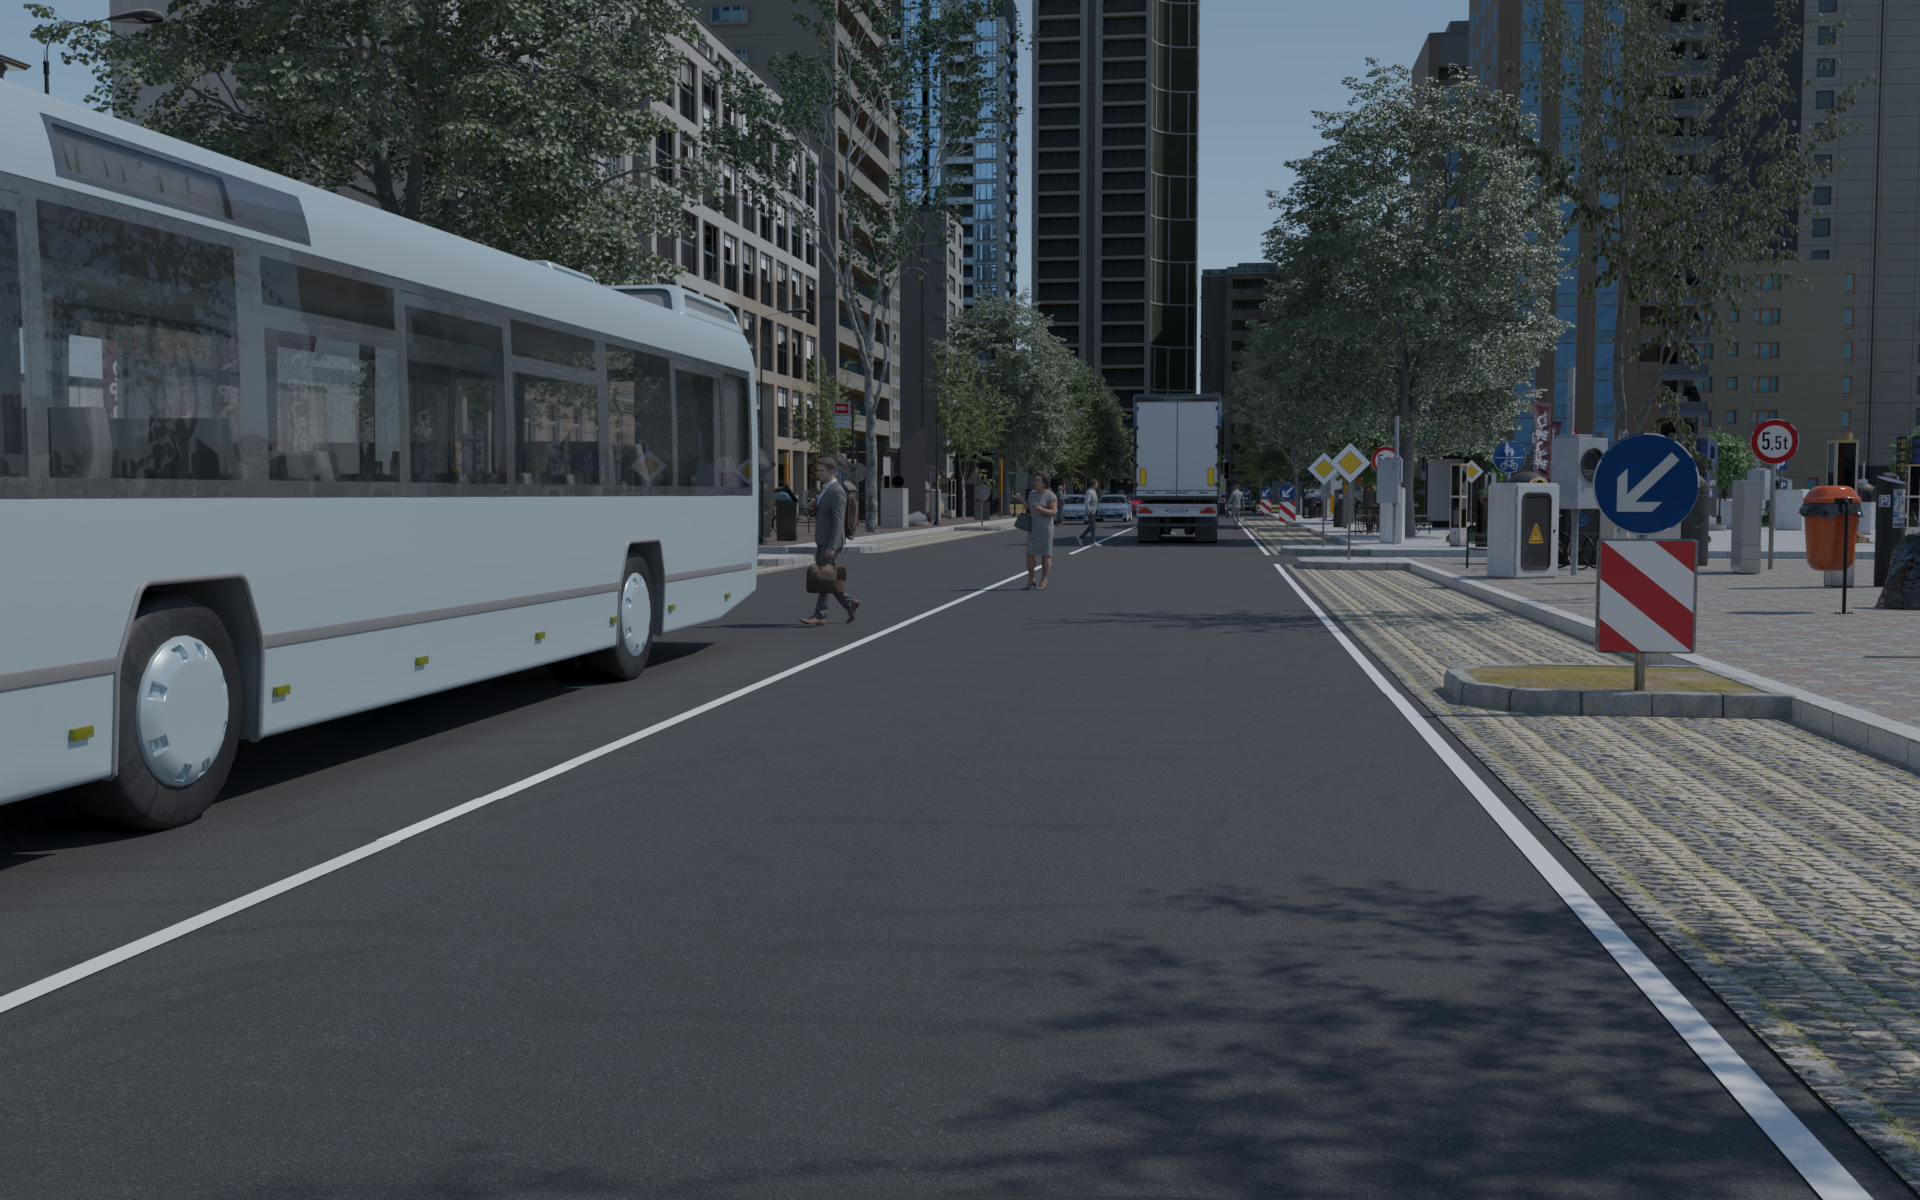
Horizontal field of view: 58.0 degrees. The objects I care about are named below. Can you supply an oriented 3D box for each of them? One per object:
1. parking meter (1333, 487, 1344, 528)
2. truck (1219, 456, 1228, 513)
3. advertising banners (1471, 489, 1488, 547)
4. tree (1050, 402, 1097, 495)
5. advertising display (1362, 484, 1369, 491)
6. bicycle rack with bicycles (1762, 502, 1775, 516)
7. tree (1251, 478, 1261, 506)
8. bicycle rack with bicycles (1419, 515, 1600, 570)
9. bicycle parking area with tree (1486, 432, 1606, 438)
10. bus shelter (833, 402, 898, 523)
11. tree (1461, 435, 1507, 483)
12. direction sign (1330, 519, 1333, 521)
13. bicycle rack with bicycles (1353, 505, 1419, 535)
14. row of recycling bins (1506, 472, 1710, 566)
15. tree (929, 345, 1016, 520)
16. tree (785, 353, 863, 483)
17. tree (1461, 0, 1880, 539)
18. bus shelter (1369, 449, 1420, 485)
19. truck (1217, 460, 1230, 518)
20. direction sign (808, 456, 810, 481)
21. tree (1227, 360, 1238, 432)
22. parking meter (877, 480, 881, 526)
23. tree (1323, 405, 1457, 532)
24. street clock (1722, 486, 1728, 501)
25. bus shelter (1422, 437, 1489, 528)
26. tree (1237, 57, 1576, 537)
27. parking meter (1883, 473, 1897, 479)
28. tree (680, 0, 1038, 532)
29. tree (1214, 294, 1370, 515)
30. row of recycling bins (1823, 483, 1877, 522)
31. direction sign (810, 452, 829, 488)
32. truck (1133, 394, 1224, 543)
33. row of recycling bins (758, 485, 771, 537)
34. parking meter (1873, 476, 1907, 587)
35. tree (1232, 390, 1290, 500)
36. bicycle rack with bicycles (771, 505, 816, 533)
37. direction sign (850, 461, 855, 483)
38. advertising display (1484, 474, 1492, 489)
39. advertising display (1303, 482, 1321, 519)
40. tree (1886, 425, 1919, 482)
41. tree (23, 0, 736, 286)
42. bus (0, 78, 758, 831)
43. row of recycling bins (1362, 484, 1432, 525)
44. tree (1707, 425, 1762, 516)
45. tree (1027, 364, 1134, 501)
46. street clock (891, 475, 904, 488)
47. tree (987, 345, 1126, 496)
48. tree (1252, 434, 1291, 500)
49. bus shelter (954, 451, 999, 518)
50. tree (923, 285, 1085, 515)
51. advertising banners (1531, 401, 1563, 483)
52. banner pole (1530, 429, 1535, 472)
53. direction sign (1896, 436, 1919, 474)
[{"bbox_3d":[14.516,-3.548,66.418,0.372,1.533,0.369,0,3,0],"label":"parking meter"},{"bbox_3d":[19.114,-8.805,132.867,2.839,4.237,11.283,0,4,7],"label":"truck"},{"bbox_3d":[13.425,-2.787,41.758,2.074,3.025,0.090,0,4,6],"label":"advertising banners"},{"bbox_3d":[8.344,-11.308,135.255,4.737,8.622,4.395,0,3,0],"label":"tree"},{"bbox_3d":[22.180,-5.404,93.562,0.974,1.923,0.123,1,4,17],"label":"advertising display"},{"bbox_3d":[35.535,-3.832,76.041,2.852,0.926,2.925,0,4,6],"label":"bicycle rack with bicycles"},{"bbox_3d":[32.804,-11.878,188.806,1.663,3.219,1.824,0,3,0],"label":"tree"},{"bbox_3d":[9.935,-0.985,29.482,2.852,0.926,2.925,-1,4,-19],"label":"bicycle rack with bicycles"},{"bbox_3d":[27.044,-5.715,80.437,8.231,4.147,9.016,1,4,19],"label":"bicycle parking area with tree"},{"bbox_3d":[-4.055,-6.137,77.967,2.179,5.291,8.768,1,4,8],"label":"bus shelter"},{"bbox_3d":[26.159,-6.324,87.114,4.285,4.588,4.351,0,3,0],"label":"tree"},{"bbox_3d":[17.742,-5.506,82.024,0.876,3.537,0.379,0,4,-5],"label":"direction sign"},{"bbox_3d":[13.640,-2.566,55.333,2.852,0.926,2.925,3,4,37],"label":"bicycle rack with bicycles"},{"bbox_3d":[11.722,-1.495,31.561,3.534,1.692,1.069,1,4,14],"label":"row of recycling bins"},{"bbox_3d":[0.317,-8.232,84.959,4.737,8.622,4.395,0,3,0],"label":"tree"},{"bbox_3d":[-6.854,-8.533,89.880,4.737,8.622,4.395,0,3,0],"label":"tree"},{"bbox_3d":[8.048,-4.269,20.154,4.360,8.622,3.978,0,3,0],"label":"tree"},{"bbox_3d":[21.220,-6.592,85.409,2.179,5.291,8.768,1,4,8],"label":"bus shelter"},{"bbox_3d":[10.122,-4.931,76.540,3.469,3.379,9.791,1,4,9],"label":"truck"},{"bbox_3d":[-8.619,-6.802,103.208,0.876,3.537,0.379,1,4,21],"label":"direction sign"},{"bbox_3d":[23.380,-13.028,119.670,9.857,13.997,8.962,0,3,0],"label":"tree"},{"bbox_3d":[-3.296,-3.939,70.110,0.255,1.863,0.399,-1,4,-23],"label":"parking meter"},{"bbox_3d":[14.006,-4.608,59.052,4.285,4.588,4.351,0,3,0],"label":"tree"},{"bbox_3d":[37.721,-4.945,85.414,0.358,2.002,0.471,2,4,29],"label":"street clock"},{"bbox_3d":[18.245,-4.270,63.732,2.014,3.302,5.546,1,4,8],"label":"bus shelter"},{"bbox_3d":[13.466,-8.866,51.609,9.857,13.997,8.962,0,3,0],"label":"tree"},{"bbox_3d":[25.143,-2.517,46.869,0.255,1.863,0.399,1,4,12],"label":"parking meter"},{"bbox_3d":[-4.363,-12.332,57.515,12.611,20.169,13.585,0,3,0],"label":"tree"},{"bbox_3d":[20.604,-11.965,106.003,12.009,13.543,11.850,0,3,0],"label":"tree"},{"bbox_3d":[33.009,-3.468,63.817,1.069,1.692,3.534,-1,4,-14],"label":"row of recycling bins"},{"bbox_3d":[-7.476,-6.196,93.309,0.876,3.537,0.379,-1,4,-23],"label":"direction sign"},{"bbox_3d":[6.865,-3.988,54.117,2.839,4.237,11.283,0,4,8],"label":"truck"},{"bbox_3d":[-7.275,-2.671,50.791,3.534,1.692,1.069,-1,4,-23],"label":"row of recycling bins"},{"bbox_3d":[12.881,-0.952,23.977,0.372,1.533,0.369,0,3,0],"label":"parking meter"},{"bbox_3d":[32.008,-16.073,180.918,7.486,12.596,7.792,0,3,0],"label":"tree"},{"bbox_3d":[-6.192,-2.684,57.262,2.852,0.926,2.925,-1,4,-22],"label":"bicycle rack with bicycles"},{"bbox_3d":[-7.484,-7.667,117.357,0.876,3.537,0.379,2,4,35],"label":"direction sign"},{"bbox_3d":[17.318,-3.159,56.857,0.123,1.923,0.974,1,4,11],"label":"advertising display"},{"bbox_3d":[18.475,-5.240,90.884,0.974,1.923,0.123,0,4,-4],"label":"advertising display"},{"bbox_3d":[40.214,-5.361,71.366,4.285,4.588,4.351,0,3,0],"label":"tree"},{"bbox_3d":[-8.334,-7.315,26.261,9.857,13.997,8.962,0,3,0],"label":"tree"},{"bbox_3d":[-4.130,-0.944,10.300,2.948,3.499,13.247,0,4,8],"label":"bus"},{"bbox_3d":[18.366,-3.986,72.289,1.069,1.692,3.534,-3,5,-42],"label":"row of recycling bins"},{"bbox_3d":[35.556,-5.939,80.822,4.285,4.588,4.351,0,3,0],"label":"tree"},{"bbox_3d":[10.471,-14.308,150.949,9.611,12.733,9.660,0,3,0],"label":"tree"},{"bbox_3d":[-2.407,-3.815,66.947,0.471,2.002,0.358,-1,4,-14],"label":"street clock"},{"bbox_3d":[5.429,-11.752,117.898,9.928,11.665,9.643,0,3,0],"label":"tree"},{"bbox_3d":[29.022,-12.932,161.803,4.737,8.622,4.395,0,3,0],"label":"tree"},{"bbox_3d":[0.955,-6.471,97.088,1.731,3.624,6.357,1,4,8],"label":"bus shelter"},{"bbox_3d":[2.668,-12.135,105.065,9.857,13.997,8.962,0,3,0],"label":"tree"},{"bbox_3d":[11.716,-2.264,33.208,2.074,3.025,0.090,-2,4,-24],"label":"advertising banners"},{"bbox_3d":[19.713,-4.207,58.801,0.863,3.779,0.401,-1,4,-12],"label":"banner pole"},{"bbox_3d":[37.153,-4.640,67.868,0.876,3.537,0.379,1,4,22],"label":"direction sign"}]
